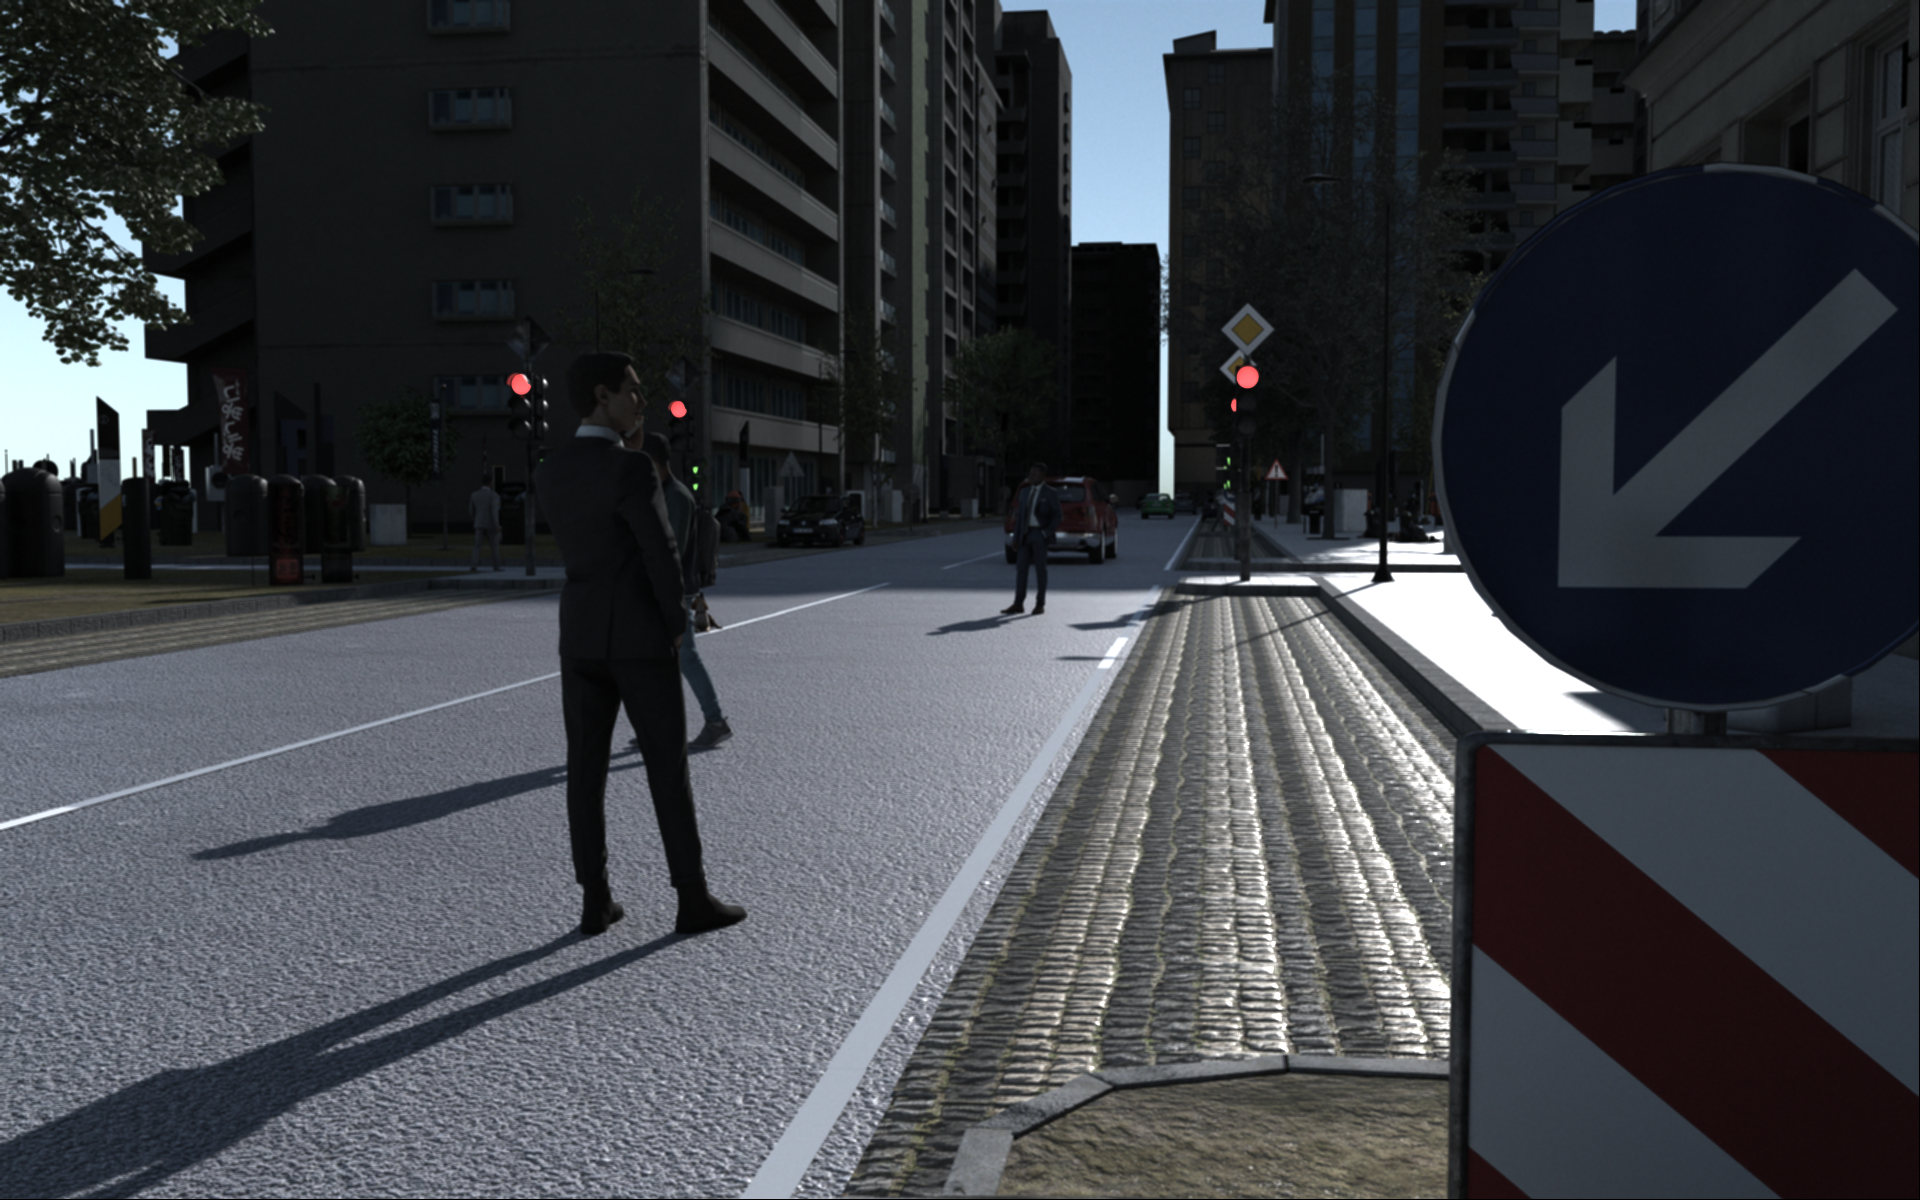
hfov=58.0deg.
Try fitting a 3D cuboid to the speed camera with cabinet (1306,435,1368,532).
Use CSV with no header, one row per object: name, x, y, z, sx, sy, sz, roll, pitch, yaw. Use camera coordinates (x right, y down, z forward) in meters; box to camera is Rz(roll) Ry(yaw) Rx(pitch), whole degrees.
speed camera with cabinet,12.636,-3.897,58.053,2.038,3.252,0.660,-1,4,-18

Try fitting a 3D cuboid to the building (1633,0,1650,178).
building,74.528,-44.330,163.049,20.611,71.187,20.563,1,4,8

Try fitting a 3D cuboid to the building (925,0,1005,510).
building,-7.508,-41.742,120.732,20.563,71.187,20.611,1,4,8

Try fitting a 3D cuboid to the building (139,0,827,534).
building,-17.088,-27.001,65.167,21.300,48.544,21.600,1,4,8

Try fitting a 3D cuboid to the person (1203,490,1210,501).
person,20.518,-8.253,144.230,0.721,1.735,1.217,2,4,28

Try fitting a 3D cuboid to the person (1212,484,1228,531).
person,9.261,-3.234,61.473,0.679,1.850,0.850,-3,5,-40

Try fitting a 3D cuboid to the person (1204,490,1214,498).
person,22.521,-8.998,155.635,1.348,1.821,0.705,1,4,15

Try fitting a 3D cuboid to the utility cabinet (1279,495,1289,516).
utility cabinet,19.067,-5.469,100.584,1.020,1.237,0.306,1,4,15

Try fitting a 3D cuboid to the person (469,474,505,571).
person,-8.336,-1.323,30.404,0.678,1.792,0.850,1,4,16

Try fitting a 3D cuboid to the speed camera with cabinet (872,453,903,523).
speed camera with cabinet,-3.186,-5.144,78.432,0.660,3.252,2.038,-1,4,-23

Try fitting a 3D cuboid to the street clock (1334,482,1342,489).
street clock,22.599,-6.055,103.573,0.471,2.002,0.358,-3,4,-36

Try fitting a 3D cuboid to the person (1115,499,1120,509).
person,15.312,-9.624,169.081,0.991,1.433,0.599,-3,5,-44

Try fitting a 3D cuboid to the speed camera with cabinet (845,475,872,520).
speed camera with cabinet,-4.588,-5.374,82.203,2.038,3.252,0.660,-2,4,-29

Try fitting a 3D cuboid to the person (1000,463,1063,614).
person,0.885,-0.739,20.758,0.721,1.800,0.419,2,4,31

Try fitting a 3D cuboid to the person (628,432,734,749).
person,-1.663,-0.060,9.836,0.721,1.781,0.623,-2,4,-35

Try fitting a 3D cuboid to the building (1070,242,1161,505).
building,16.174,-26.298,201.672,14.107,30.474,14.160,1,4,8

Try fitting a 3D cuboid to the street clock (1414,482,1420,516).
street clock,27.146,-5.997,102.626,0.471,2.002,0.358,-2,4,-35

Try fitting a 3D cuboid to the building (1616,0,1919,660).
building,13.859,-10.604,6.665,16.112,22.955,30.059,1,4,8

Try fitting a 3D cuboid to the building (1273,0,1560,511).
building,35.515,-36.311,135.681,21.231,58.520,28.212,1,4,8

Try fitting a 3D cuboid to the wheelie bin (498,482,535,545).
wheelie bin,-11.268,-2.201,43.896,0.980,1.594,0.693,0,4,-5

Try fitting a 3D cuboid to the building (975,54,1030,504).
building,-9.906,-27.739,145.408,32.217,40.220,23.993,1,4,8

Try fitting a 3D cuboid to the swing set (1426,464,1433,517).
swing set,25.059,-5.413,86.128,3.119,2.851,2.862,0,4,2

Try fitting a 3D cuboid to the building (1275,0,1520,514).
building,28.378,-28.426,114.871,14.600,45.320,14.200,1,4,8

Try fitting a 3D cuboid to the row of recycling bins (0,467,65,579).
row of recycling bins,-15.102,-1.139,25.730,1.069,1.692,3.534,2,4,33

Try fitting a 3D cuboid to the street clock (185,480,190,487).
street clock,-39.944,-5.177,89.220,0.358,2.002,0.471,3,5,40

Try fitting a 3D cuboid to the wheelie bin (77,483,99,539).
wheelie bin,-24.971,-2.570,49.921,0.980,1.594,0.693,2,4,27

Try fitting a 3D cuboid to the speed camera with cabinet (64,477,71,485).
speed camera with cabinet,-49.253,-6.151,94.896,2.038,3.252,0.660,0,4,5

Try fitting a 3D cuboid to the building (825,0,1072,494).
building,-0.253,-33.611,173.240,21.600,48.544,21.300,1,4,8

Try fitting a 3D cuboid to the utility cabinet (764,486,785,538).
utility cabinet,-5.418,-2.555,50.451,0.318,1.500,1.173,-1,4,-21

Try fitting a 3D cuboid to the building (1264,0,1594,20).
building,43.471,-35.161,164.124,28.713,52.752,27.495,1,4,8

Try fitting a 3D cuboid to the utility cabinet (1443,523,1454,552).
utility cabinet,11.262,-1.665,38.388,1.020,1.237,0.306,0,4,5

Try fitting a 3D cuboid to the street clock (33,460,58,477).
street clock,-19.659,-1.999,37.259,0.471,2.002,0.358,1,4,11

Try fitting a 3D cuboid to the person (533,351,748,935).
person,-1.092,0.129,5.758,0.648,1.900,0.474,2,4,27

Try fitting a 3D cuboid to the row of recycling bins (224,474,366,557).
row of recycling bins,-14.109,-1.830,37.033,1.069,1.692,3.534,2,4,25

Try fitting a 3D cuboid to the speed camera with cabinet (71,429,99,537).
speed camera with cabinet,-26.075,-3.538,52.186,0.660,3.252,2.038,-1,4,-14

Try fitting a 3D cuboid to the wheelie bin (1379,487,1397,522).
wheelie bin,19.832,-4.430,80.334,0.693,1.594,0.980,-1,4,-11

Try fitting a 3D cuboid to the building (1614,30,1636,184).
building,65.163,-37.361,200.095,27.495,52.752,28.713,1,4,8

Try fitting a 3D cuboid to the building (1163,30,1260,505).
building,38.100,-37.663,205.036,27.495,52.752,28.713,1,4,8

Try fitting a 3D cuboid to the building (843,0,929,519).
building,-9.705,-24.880,90.380,14.154,41.232,14.086,1,4,8

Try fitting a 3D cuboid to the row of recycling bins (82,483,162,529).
row of recycling bins,-30.653,-3.412,62.907,1.069,1.692,3.534,3,5,44

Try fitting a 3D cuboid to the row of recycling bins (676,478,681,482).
row of recycling bins,-8.314,-2.280,44.391,3.534,1.692,1.069,2,4,31

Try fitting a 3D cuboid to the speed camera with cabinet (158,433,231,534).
speed camera with cabinet,-24.608,-3.758,55.775,2.038,3.252,0.660,-2,4,-34

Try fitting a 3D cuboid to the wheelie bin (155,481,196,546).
wheelie bin,-19.441,-2.148,43.035,0.693,1.594,0.980,3,4,37
